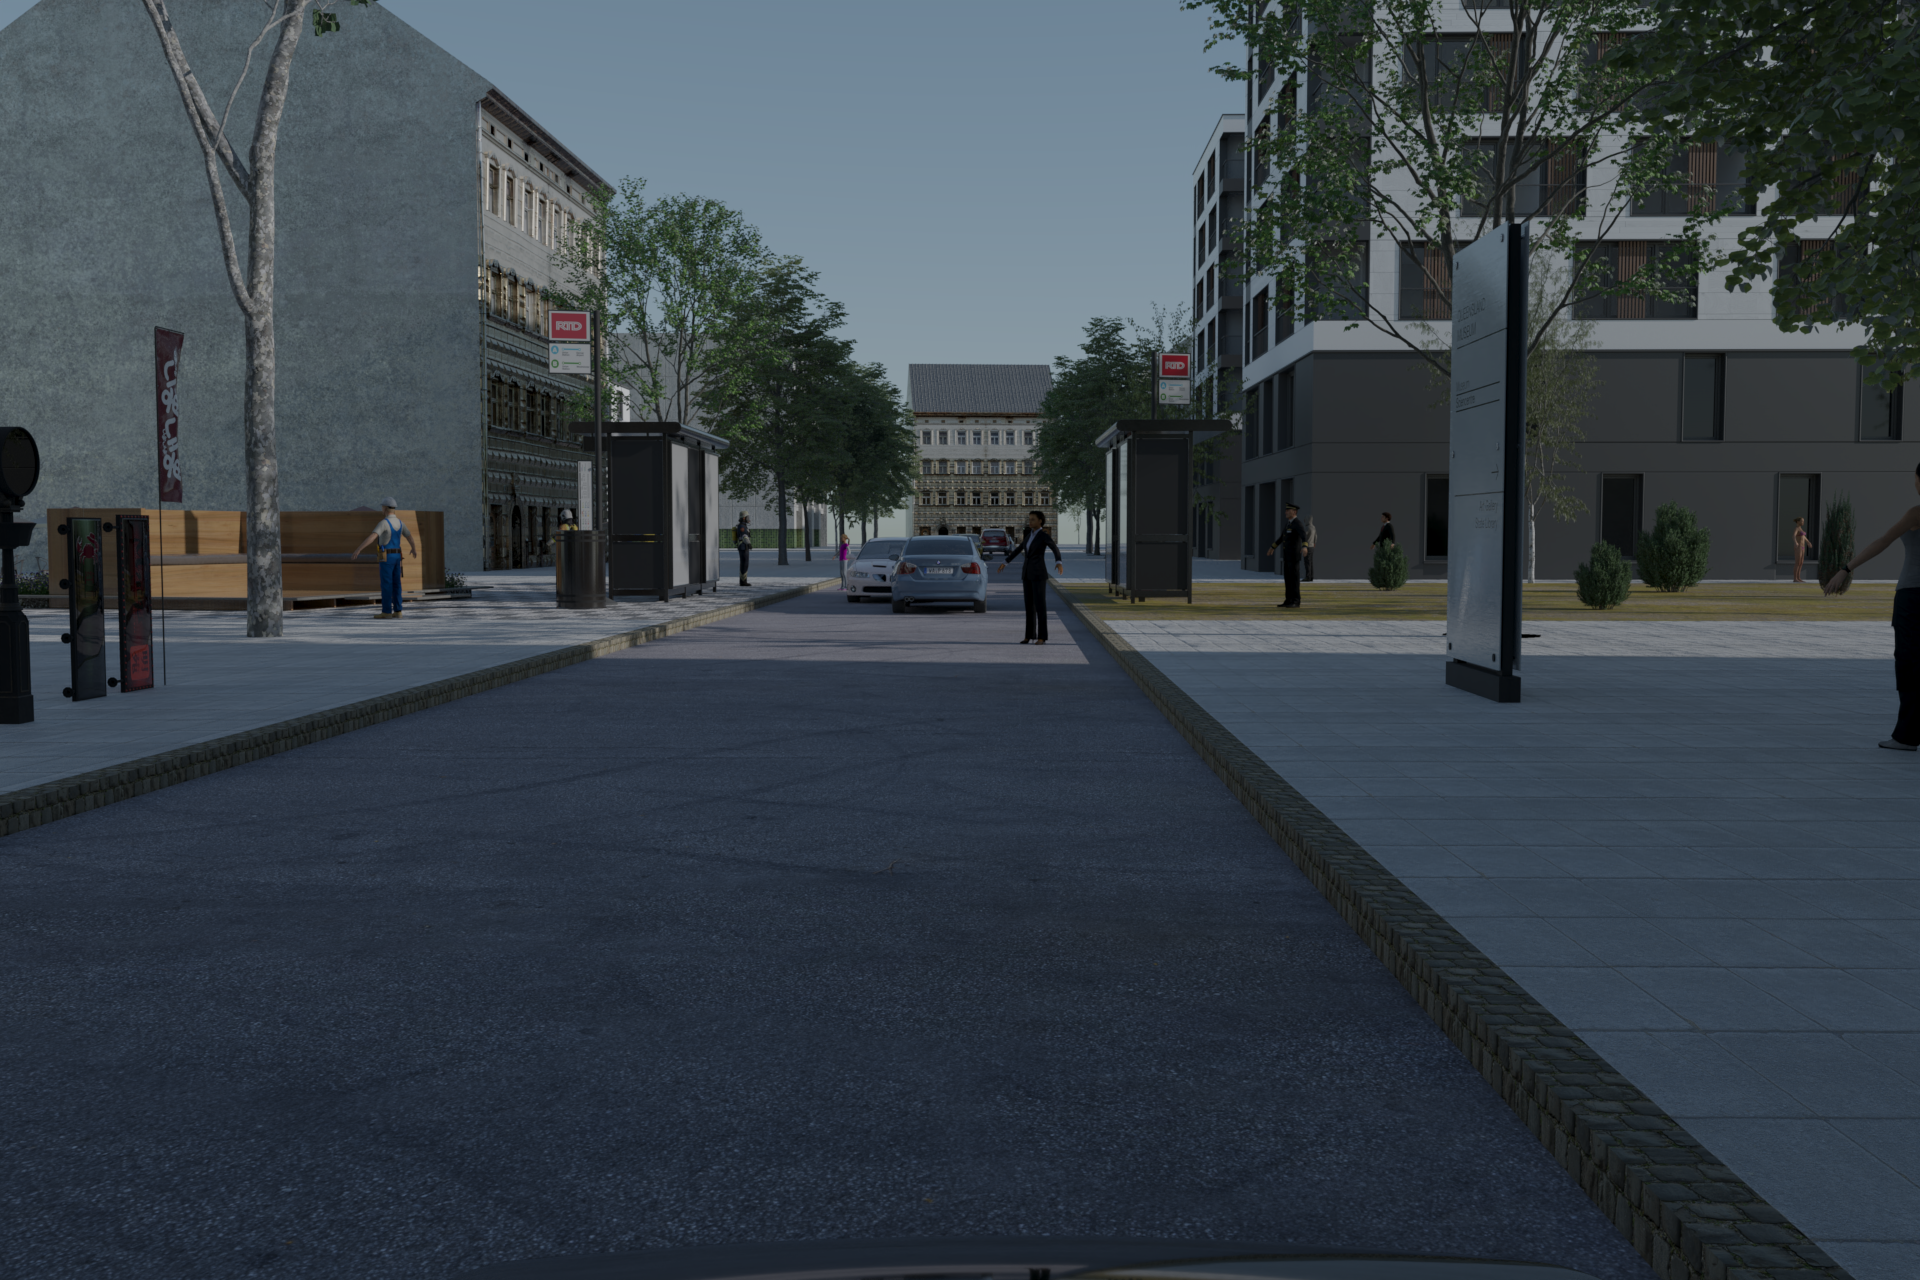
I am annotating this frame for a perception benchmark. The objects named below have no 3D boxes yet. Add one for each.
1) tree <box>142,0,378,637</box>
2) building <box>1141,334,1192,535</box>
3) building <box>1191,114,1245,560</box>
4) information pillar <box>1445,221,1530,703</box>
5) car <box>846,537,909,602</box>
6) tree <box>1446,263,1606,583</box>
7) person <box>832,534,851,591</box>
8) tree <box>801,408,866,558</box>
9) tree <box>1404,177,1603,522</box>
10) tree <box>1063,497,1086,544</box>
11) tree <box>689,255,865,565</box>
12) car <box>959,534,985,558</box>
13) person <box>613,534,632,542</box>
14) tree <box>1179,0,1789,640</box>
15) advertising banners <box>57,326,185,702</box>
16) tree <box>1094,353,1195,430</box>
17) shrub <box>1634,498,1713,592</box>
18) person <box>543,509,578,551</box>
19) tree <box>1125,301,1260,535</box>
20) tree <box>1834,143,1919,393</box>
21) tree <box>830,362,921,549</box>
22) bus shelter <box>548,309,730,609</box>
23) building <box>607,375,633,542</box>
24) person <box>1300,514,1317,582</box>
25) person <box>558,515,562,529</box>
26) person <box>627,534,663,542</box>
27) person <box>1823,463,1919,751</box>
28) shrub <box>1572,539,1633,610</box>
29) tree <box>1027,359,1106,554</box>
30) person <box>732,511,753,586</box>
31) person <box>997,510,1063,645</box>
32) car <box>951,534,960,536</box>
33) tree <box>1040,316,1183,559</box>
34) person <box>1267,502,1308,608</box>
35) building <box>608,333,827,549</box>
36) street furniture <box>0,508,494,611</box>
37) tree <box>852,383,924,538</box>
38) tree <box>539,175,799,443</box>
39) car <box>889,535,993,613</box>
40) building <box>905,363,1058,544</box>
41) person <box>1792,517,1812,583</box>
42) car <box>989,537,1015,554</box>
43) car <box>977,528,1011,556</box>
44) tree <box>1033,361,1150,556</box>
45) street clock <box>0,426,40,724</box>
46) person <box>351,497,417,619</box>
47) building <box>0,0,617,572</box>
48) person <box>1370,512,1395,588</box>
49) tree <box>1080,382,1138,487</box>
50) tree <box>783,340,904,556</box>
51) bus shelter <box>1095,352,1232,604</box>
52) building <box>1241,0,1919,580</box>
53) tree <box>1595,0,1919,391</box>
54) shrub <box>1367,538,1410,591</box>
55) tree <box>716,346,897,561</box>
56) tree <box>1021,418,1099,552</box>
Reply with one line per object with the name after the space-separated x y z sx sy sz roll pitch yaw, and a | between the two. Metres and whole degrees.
-9.893 -10.159 21.981 12.611 20.169 13.585 0 3 0 | tree
26.820 -20.449 165.263 19.493 23.208 18.063 0 4 2 | building
27.173 -15.686 100.441 27.936 21.610 32.646 0 4 2 | building
4.207 -1.380 13.877 0.184 3.620 1.656 0 4 2 | information pillar
-1.406 -1.560 37.860 2.083 1.381 4.827 0 4 2 | car
15.066 -5.797 45.144 4.360 8.622 3.978 0 3 0 | tree
-3.000 -1.964 43.841 0.599 1.433 0.991 -2 4 -28 | person
-6.762 -8.734 93.169 4.737 8.622 4.395 0 3 0 | tree
11.569 -5.234 35.936 4.360 8.622 3.978 0 3 0 | tree
15.304 -16.456 219.409 4.360 8.622 3.978 0 3 0 | tree
-7.495 -9.329 70.663 7.486 12.596 7.792 0 3 0 | tree
0.520 -5.733 103.965 2.015 1.641 3.980 0 4 1 | car
-11.477 -3.278 59.814 1.346 1.802 0.704 1 4 13 | person
6.592 -5.850 21.406 9.928 11.665 9.643 0 3 0 | tree
-6.757 -1.096 14.104 0.090 3.025 2.074 0 4 1 | advertising banners
7.692 -7.397 71.306 4.737 8.622 4.395 0 3 0 | tree
15.751 -2.097 38.320 1.661 2.075 1.752 0 3 0 | shrub
-9.224 -2.128 40.566 0.705 1.858 1.354 2 4 29 | person
6.988 -6.373 54.557 4.737 8.622 4.395 0 3 0 | tree
15.635 -4.700 27.205 4.737 8.622 4.395 0 3 0 | tree
-6.247 -12.035 114.906 7.486 12.596 7.792 0 3 0 | tree
-6.230 -3.431 33.734 2.179 5.291 8.768 0 4 1 | bus shelter
-22.165 -9.253 93.428 9.099 9.664 28.070 0 4 1 | building
9.322 -2.468 46.472 0.705 1.813 1.348 2 4 32 | person
-10.579 -2.468 46.493 0.704 1.843 1.345 0 4 6 | person
-7.450 -2.115 41.044 1.216 1.772 0.721 -3 5 -43 | person
5.719 -0.217 10.356 1.217 1.737 0.721 -1 4 -14 | person
10.927 -1.121 29.446 1.383 1.207 1.383 0 3 0 | shrub
7.983 -11.893 112.572 7.486 12.596 7.792 0 3 0 | tree
-5.277 -2.248 42.534 0.705 1.856 1.354 -1 4 -12 | person
0.920 -0.812 22.453 0.721 1.740 1.216 -3 5 -39 | person
0.046 -6.489 117.894 2.131 1.459 4.920 0 4 2 | car
7.874 -10.562 90.809 7.486 12.596 7.792 0 3 0 | tree
5.757 -1.483 30.184 0.705 1.837 1.347 -1 4 -17 | person
-22.731 -18.448 168.086 16.747 18.905 31.486 0 4 1 | building
-13.610 -1.634 33.564 11.010 1.723 9.812 1 4 13 | street furniture
-6.359 -12.956 129.956 7.486 12.596 7.792 0 3 0 | tree
-8.241 -7.624 50.400 9.928 11.665 9.643 0 3 0 | tree
-0.368 -1.272 32.794 2.014 1.417 4.499 0 4 0 | car
2.454 -23.800 222.507 18.063 23.208 19.493 0 4 -4 | building
22.290 -2.388 45.840 0.721 1.733 1.217 3 5 42 | person
2.953 -6.881 124.502 2.014 1.417 4.499 0 4 0 | car
2.251 -6.512 115.140 2.281 1.827 5.304 0 4 1 | car
8.143 -10.847 103.098 9.928 11.665 9.643 0 3 0 | tree
-6.433 -0.437 11.709 0.358 2.002 0.471 0 4 1 | street clock
-8.695 -1.254 26.354 0.705 1.847 1.347 2 4 24 | person
-25.133 -14.486 67.777 19.493 23.208 18.063 0 4 2 | building
10.202 -2.167 41.616 0.705 1.806 1.347 0 4 -8 | person
7.699 -8.170 83.941 4.360 8.622 3.978 0 3 0 | tree
-7.125 -11.260 102.223 7.486 12.596 7.792 0 3 0 | tree
3.993 -3.564 35.902 2.179 5.291 8.768 0 4 1 | bus shelter
24.121 -13.457 63.989 27.936 21.610 32.646 0 4 1 | building
6.209 -5.460 7.396 7.486 12.596 7.792 0 3 0 | tree
9.685 -1.714 39.146 1.383 1.207 1.383 0 3 0 | shrub
-7.164 -8.998 81.523 8.767 10.594 7.601 -1 4 -9 | tree
9.613 -13.115 124.794 12.009 13.543 11.850 0 3 0 | tree
